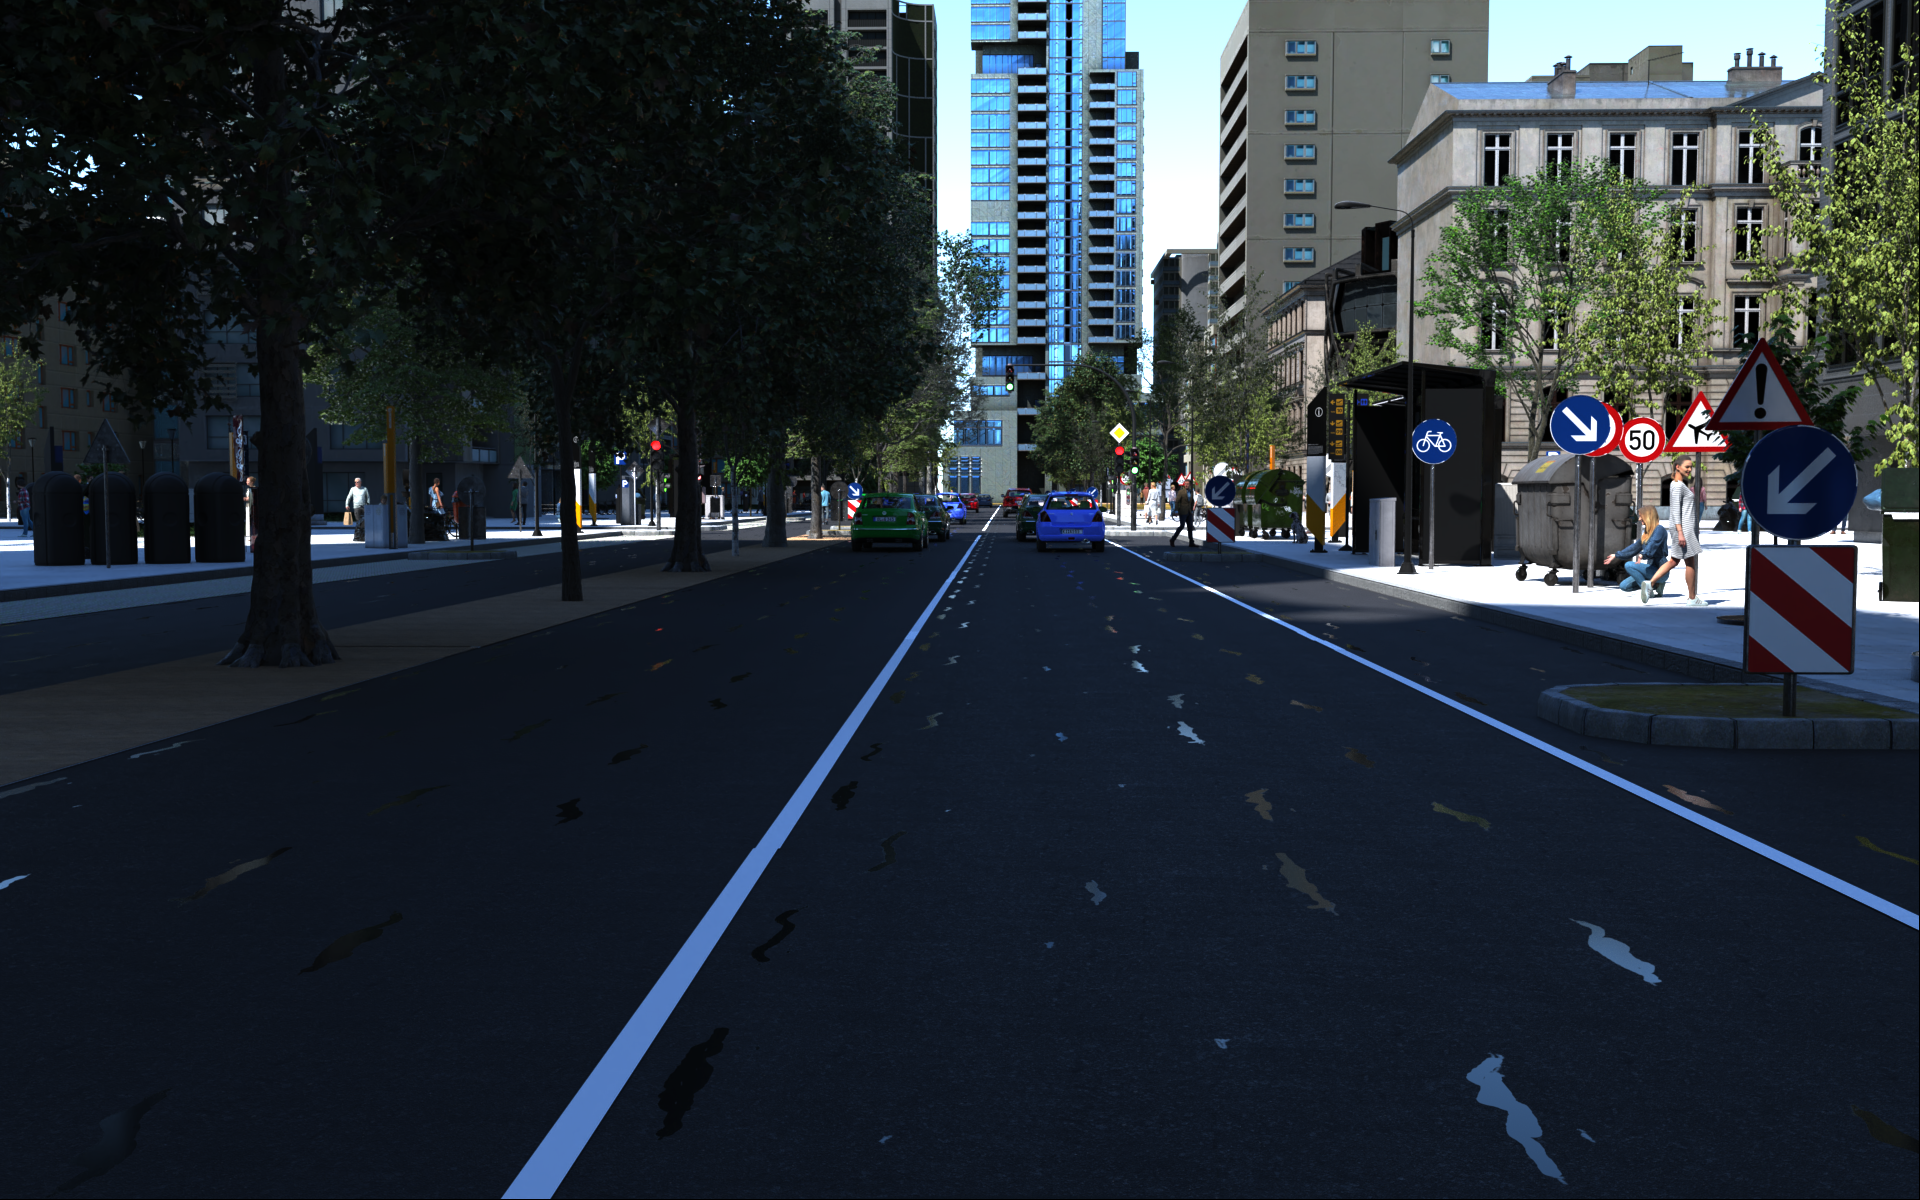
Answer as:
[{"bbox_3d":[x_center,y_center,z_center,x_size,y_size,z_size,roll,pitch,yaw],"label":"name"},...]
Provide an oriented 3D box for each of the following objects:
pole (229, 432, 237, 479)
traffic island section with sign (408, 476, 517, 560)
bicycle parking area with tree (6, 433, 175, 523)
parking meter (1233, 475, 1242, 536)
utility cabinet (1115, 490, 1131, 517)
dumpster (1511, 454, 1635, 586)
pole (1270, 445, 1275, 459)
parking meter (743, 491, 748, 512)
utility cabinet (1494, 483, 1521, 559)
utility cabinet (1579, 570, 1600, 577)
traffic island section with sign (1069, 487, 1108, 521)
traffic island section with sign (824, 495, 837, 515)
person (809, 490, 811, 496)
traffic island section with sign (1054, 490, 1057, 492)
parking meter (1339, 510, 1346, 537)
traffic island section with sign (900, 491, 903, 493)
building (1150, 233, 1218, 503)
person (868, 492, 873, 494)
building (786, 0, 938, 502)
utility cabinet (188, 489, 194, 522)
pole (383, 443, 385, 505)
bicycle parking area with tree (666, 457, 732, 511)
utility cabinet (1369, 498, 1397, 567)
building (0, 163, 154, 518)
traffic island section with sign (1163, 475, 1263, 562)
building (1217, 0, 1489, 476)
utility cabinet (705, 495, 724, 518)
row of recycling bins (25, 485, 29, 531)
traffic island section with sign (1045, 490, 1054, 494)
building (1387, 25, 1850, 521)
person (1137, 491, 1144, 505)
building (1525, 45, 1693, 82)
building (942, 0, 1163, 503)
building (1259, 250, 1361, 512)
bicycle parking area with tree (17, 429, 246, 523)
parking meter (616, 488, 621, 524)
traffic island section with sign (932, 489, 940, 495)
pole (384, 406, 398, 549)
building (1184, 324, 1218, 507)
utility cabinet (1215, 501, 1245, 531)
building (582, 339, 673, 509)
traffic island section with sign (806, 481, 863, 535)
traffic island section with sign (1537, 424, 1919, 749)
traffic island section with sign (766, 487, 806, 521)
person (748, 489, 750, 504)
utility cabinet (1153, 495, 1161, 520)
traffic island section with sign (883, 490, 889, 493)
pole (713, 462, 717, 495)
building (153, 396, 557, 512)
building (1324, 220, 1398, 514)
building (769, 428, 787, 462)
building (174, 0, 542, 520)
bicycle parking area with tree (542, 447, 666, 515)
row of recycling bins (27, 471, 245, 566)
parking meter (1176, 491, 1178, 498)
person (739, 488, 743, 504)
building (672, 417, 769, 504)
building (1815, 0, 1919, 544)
[{"bbox_3d":[-24.064,-3.887,57.391,0.158,3.312,0.155,0,3,0],"label":"pole"},{"bbox_3d":[-10.949,-1.821,38.407,1.989,1.847,2.006,0,4,2],"label":"traffic island section with sign"},{"bbox_3d":[-45.202,-6.294,89.903,8.231,4.147,9.016,-1,4,-23],"label":"bicycle parking area with tree"},{"bbox_3d":[8.514,-2.884,52.859,0.255,1.863,0.399,2,4,30],"label":"parking meter"},{"bbox_3d":[9.338,-5.434,97.523,1.173,1.500,0.318,2,4,33],"label":"utility cabinet"},{"bbox_3d":[8.760,-1.162,24.752,1.264,1.857,1.865,0,4,1],"label":"dumpster"},{"bbox_3d":[13.075,-4.815,72.562,0.158,3.312,0.155,0,3,0],"label":"pole"},{"bbox_3d":[-15.473,-7.131,124.997,0.372,1.533,0.369,0,3,0],"label":"parking meter"},{"bbox_3d":[11.077,-1.541,33.870,1.173,1.500,0.318,2,4,28],"label":"utility cabinet"},{"bbox_3d":[9.853,-1.110,26.820,0.318,1.500,1.173,2,4,34],"label":"utility cabinet"},{"bbox_3d":[7.042,-5.228,94.107,1.989,1.847,2.006,0,4,2],"label":"traffic island section with sign"},{"bbox_3d":[-8.649,-6.857,120.744,1.989,1.847,2.006,0,4,2],"label":"traffic island section with sign"},{"bbox_3d":[-17.708,-12.154,204.849,0.705,1.814,1.350,-1,4,-18],"label":"person"},{"bbox_3d":[7.797,-6.896,121.384,1.989,1.847,2.006,0,4,2],"label":"traffic island section with sign"},{"bbox_3d":[11.359,-2.804,51.561,0.399,1.863,0.255,-1,4,-9],"label":"parking meter"},{"bbox_3d":[-6.475,-11.636,198.875,1.989,1.847,2.006,0,4,2],"label":"traffic island section with sign"},{"bbox_3d":[40.926,-34.498,255.920,23.993,40.220,32.217,0,4,2],"label":"building"},{"bbox_3d":[-9.898,-11.346,191.575,1.348,1.821,0.705,2,4,27],"label":"person"},{"bbox_3d":[-13.894,-49.690,250.680,20.611,71.187,20.563,0,4,2],"label":"building"},{"bbox_3d":[-31.363,-3.850,71.620,1.173,1.500,0.318,-1,4,-13],"label":"utility cabinet"},{"bbox_3d":[-22.981,-4.622,69.411,0.158,3.312,0.155,0,3,0],"label":"pole"},{"bbox_3d":[-21.311,-8.752,130.093,8.231,4.147,9.016,1,4,21],"label":"bicycle parking area with tree"},{"bbox_3d":[7.558,-1.216,31.039,0.306,1.237,1.020,0,4,3],"label":"utility cabinet"},{"bbox_3d":[-66.775,-15.530,98.960,28.899,21.520,27.650,0,4,2],"label":"building"},{"bbox_3d":[5.461,-1.776,37.665,1.989,1.847,2.006,0,4,2],"label":"traffic island section with sign"},{"bbox_3d":[36.400,-33.043,163.951,21.300,48.544,21.600,0,4,2],"label":"building"},{"bbox_3d":[-13.364,-5.089,94.366,1.020,1.237,0.306,1,4,9],"label":"utility cabinet"},{"bbox_3d":[-31.284,-3.311,61.244,3.534,1.692,1.069,0,4,-4],"label":"row of recycling bins"},{"bbox_3d":[9.933,-11.590,198.125,1.989,1.847,2.006,0,4,2],"label":"traffic island section with sign"},{"bbox_3d":[40.656,-16.448,88.014,34.723,24.649,14.460,0,4,2],"label":"building"},{"bbox_3d":[21.586,-12.181,205.291,1.348,1.812,0.705,-1,4,-20],"label":"person"},{"bbox_3d":[70.656,-34.791,192.529,21.600,48.544,21.300,0,4,2],"label":"building"},{"bbox_3d":[13.334,-57.418,251.460,31.000,86.520,22.319,0,4,2],"label":"building"},{"bbox_3d":[29.620,-16.433,133.308,10.561,19.102,19.286,0,4,2],"label":"building"},{"bbox_3d":[-36.526,-5.551,77.764,9.016,4.147,8.231,-3,5,-40],"label":"bicycle parking area with tree"},{"bbox_3d":[-14.708,-4.070,74.957,0.372,1.533,0.369,0,3,0],"label":"parking meter"},{"bbox_3d":[-2.026,-8.289,143.665,2.006,1.907,1.989,0,4,2],"label":"traffic island section with sign"},{"bbox_3d":[-13.185,-2.836,40.208,0.158,3.312,0.155,0,3,0],"label":"pole"},{"bbox_3d":[39.970,-21.122,190.379,27.650,21.520,28.899,0,4,2],"label":"building"},{"bbox_3d":[9.206,-2.927,59.020,1.020,1.237,0.306,1,4,10],"label":"utility cabinet"},{"bbox_3d":[-34.779,-43.810,154.543,20.563,71.187,20.611,0,4,2],"label":"building"},{"bbox_3d":[-4.324,-3.243,61.151,2.006,1.907,1.989,0,4,2],"label":"traffic island section with sign"},{"bbox_3d":[4.710,-0.126,10.681,1.989,1.847,2.006,0,4,2],"label":"traffic island section with sign"},{"bbox_3d":[-9.406,-5.209,93.799,1.989,1.847,2.006,0,4,2],"label":"traffic island section with sign"},{"bbox_3d":[-21.085,-10.184,172.641,0.705,1.814,1.350,-1,4,-13],"label":"person"},{"bbox_3d":[10.057,-4.653,87.233,0.306,1.237,1.020,2,4,26],"label":"utility cabinet"},{"bbox_3d":[-7.255,-9.951,171.327,1.989,1.847,2.006,0,4,2],"label":"traffic island section with sign"},{"bbox_3d":[-15.617,-7.127,110.375,0.158,3.312,0.155,0,3,0],"label":"pole"},{"bbox_3d":[-40.110,-30.564,119.333,23.786,49.044,30.456,0,4,2],"label":"building"},{"bbox_3d":[32.492,-15.129,114.810,16.820,18.784,16.811,0,4,2],"label":"building"},{"bbox_3d":[-34.982,-38.446,252.286,21.600,48.544,21.300,0,4,2],"label":"building"},{"bbox_3d":[-30.624,-24.800,89.083,14.154,41.232,14.086,0,4,2],"label":"building"},{"bbox_3d":[-24.645,-7.435,108.562,9.016,4.147,8.231,1,4,21],"label":"bicycle parking area with tree"},{"bbox_3d":[-15.090,-1.518,31.936,3.534,1.692,1.069,-2,4,-32],"label":"row of recycling bins"},{"bbox_3d":[13.995,-6.316,111.675,0.372,1.533,0.369,0,3,0],"label":"parking meter"},{"bbox_3d":[-20.815,-9.746,165.253,0.709,1.838,0.599,1,4,20],"label":"person"},{"bbox_3d":[-37.580,-21.315,193.534,28.899,21.520,27.650,0,4,2],"label":"building"},{"bbox_3d":[28.794,-12.934,30.534,14.314,24.678,30.058,0,4,2],"label":"building"}]
